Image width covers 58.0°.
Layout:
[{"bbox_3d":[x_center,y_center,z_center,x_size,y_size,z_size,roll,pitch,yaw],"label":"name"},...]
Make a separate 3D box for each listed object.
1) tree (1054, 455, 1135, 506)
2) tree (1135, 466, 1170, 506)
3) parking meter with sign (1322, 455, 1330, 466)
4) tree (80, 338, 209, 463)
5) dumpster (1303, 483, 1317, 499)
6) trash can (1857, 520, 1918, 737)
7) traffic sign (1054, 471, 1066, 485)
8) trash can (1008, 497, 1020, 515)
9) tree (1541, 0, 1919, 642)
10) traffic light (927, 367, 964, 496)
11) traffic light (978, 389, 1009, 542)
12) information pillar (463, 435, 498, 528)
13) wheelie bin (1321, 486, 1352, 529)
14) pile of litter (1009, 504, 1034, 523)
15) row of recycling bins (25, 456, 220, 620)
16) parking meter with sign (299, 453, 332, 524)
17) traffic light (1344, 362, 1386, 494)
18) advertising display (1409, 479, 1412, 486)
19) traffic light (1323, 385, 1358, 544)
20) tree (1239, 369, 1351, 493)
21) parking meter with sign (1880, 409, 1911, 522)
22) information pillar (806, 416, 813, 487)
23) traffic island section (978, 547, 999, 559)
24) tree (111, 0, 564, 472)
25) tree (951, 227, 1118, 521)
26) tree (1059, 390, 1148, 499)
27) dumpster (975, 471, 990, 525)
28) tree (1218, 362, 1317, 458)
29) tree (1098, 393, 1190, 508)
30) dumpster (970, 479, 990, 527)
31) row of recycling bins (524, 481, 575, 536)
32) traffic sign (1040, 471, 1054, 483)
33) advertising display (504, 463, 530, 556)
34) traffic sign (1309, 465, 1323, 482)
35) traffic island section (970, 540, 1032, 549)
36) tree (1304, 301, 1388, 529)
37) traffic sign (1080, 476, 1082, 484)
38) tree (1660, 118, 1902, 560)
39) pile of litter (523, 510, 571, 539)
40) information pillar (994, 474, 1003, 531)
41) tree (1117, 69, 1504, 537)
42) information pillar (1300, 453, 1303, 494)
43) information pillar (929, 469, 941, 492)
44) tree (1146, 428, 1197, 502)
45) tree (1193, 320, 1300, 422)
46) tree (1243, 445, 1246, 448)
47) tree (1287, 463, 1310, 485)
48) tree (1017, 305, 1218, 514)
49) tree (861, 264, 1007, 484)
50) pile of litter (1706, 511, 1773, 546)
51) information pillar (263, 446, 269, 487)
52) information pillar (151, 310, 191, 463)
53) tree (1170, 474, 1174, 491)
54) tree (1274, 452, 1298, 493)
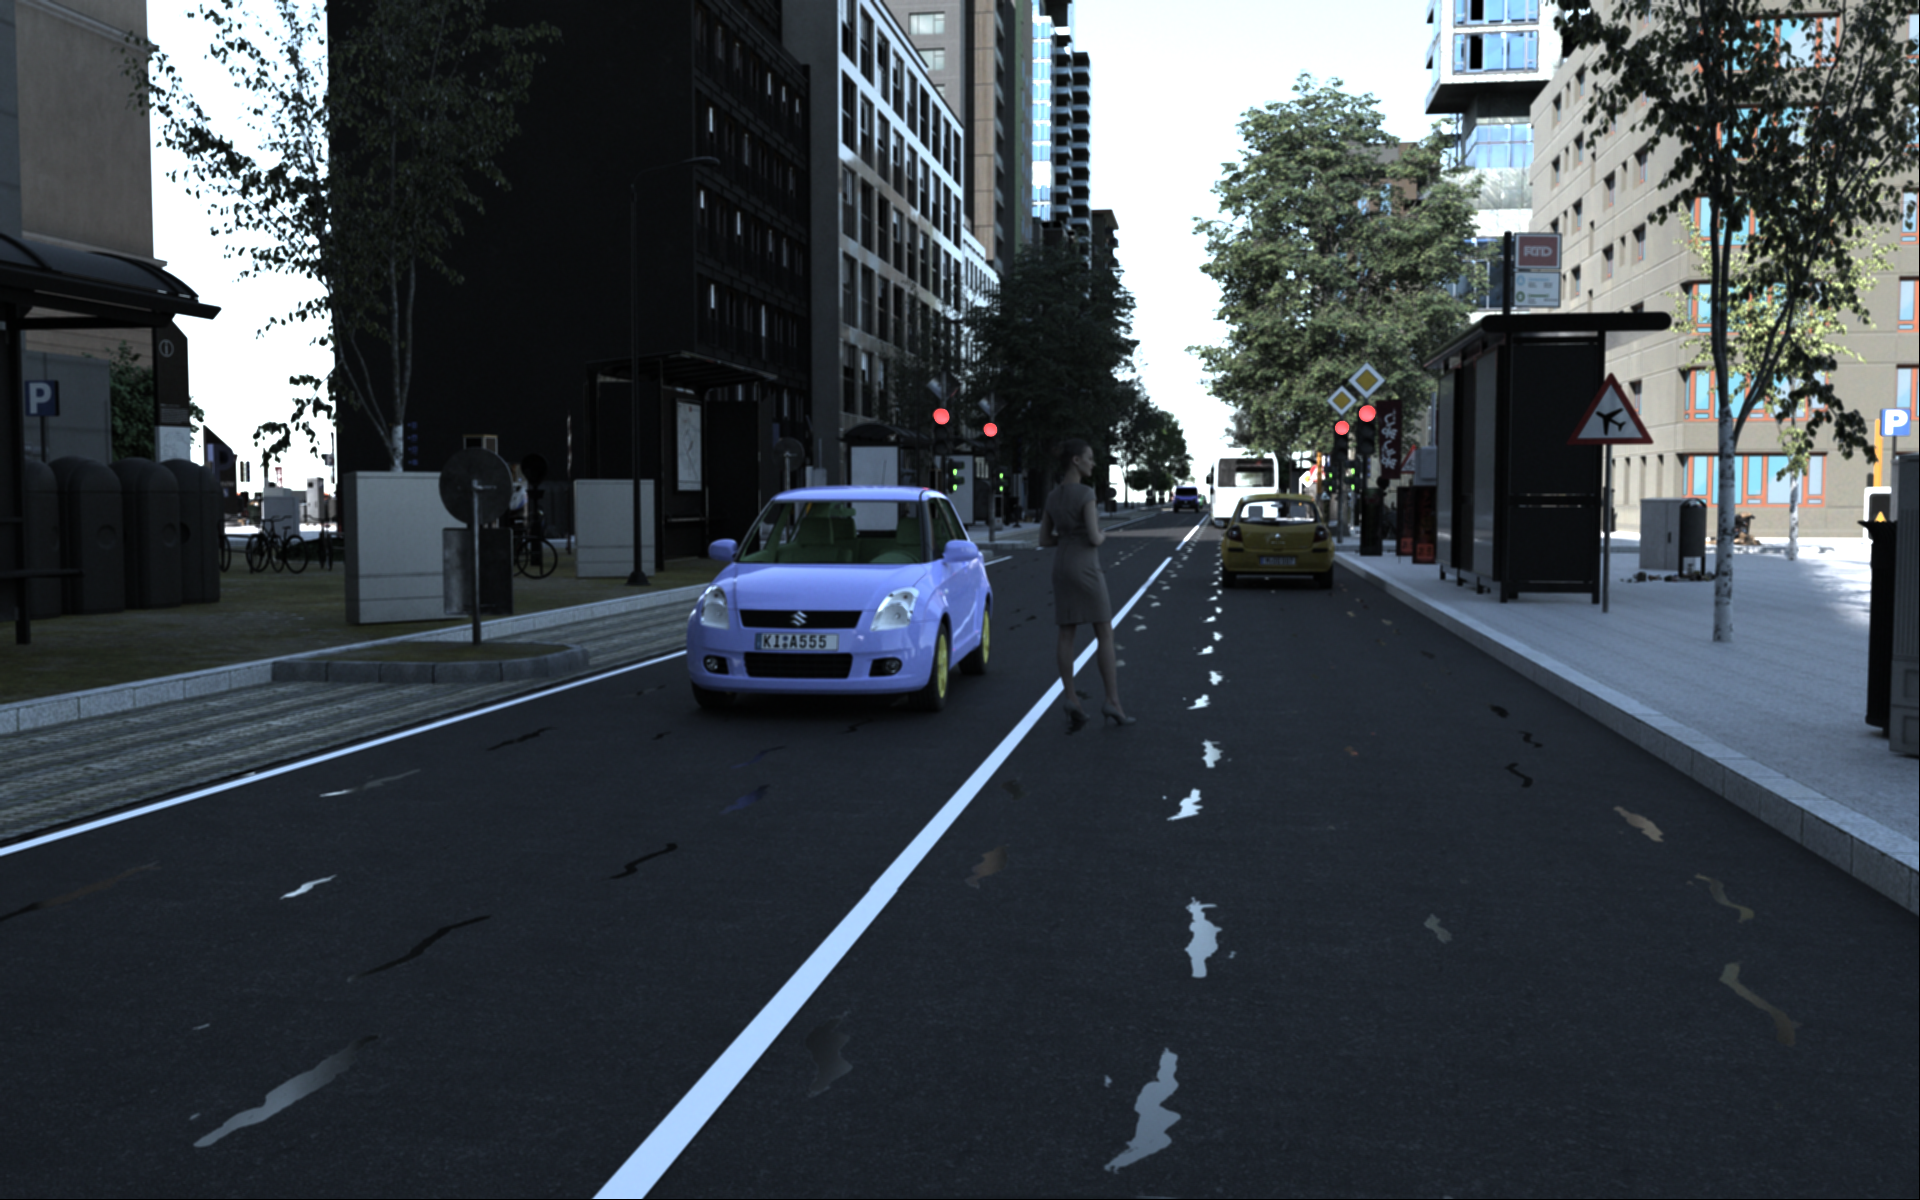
[{"bbox_3d":[7.073,-7.213,101.645,4.285,4.588,4.351,0,3,0],"label":"tree"},{"bbox_3d":[19.598,-12.593,189.608,4.285,4.588,4.351,0,3,0],"label":"tree"},{"bbox_3d":[16.891,-4.968,77.481,0.543,3.016,1.738,-2,4,-33],"label":"parking meter with sign"},{"bbox_3d":[-17.630,-3.233,36.576,4.285,4.588,4.351,0,3,0],"label":"tree"},{"bbox_3d":[18.432,-5.142,89.831,1.264,1.857,1.865,1,4,9],"label":"dumpster"},{"bbox_3d":[5.118,0.156,9.099,0.748,1.137,0.748,0,3,0],"label":"trash can"},{"bbox_3d":[5.528,-5.781,94.630,0.768,2.556,0.104,1,4,12],"label":"traffic sign"},{"bbox_3d":[2.597,-4.520,85.555,0.748,1.137,0.748,0,3,0],"label":"trash can"},{"bbox_3d":[6.797,-3.931,14.640,4.360,8.622,3.978,0,3,0],"label":"tree"},{"bbox_3d":[-0.341,-3.017,38.249,0.839,4.253,0.868,1,4,9],"label":"traffic light"},{"bbox_3d":[0.869,-3.500,46.142,0.839,4.253,0.868,1,4,9],"label":"traffic light"},{"bbox_3d":[-5.979,-1.049,21.646,0.304,2.012,0.304,1,4,18],"label":"information pillar"},{"bbox_3d":[11.728,-2.828,54.144,0.980,1.594,0.693,-1,4,-19],"label":"wheelie bin"},{"bbox_3d":[2.866,-3.953,78.593,1.719,0.858,1.176,-3,5,-43],"label":"pile of litter"},{"bbox_3d":[-9.445,-0.737,19.158,1.069,1.692,3.534,1,4,12],"label":"row of recycling bins"},{"bbox_3d":[-27.704,-4.782,74.453,1.738,3.016,0.543,2,4,24],"label":"parking meter with sign"},{"bbox_3d":[8.618,-2.934,36.896,0.839,4.253,0.868,1,4,9],"label":"traffic light"},{"bbox_3d":[19.235,-4.138,72.862,0.123,1.923,0.974,-2,4,-24],"label":"advertising display"},{"bbox_3d":[9.828,-3.417,44.789,0.839,4.253,0.868,1,4,9],"label":"traffic light"},{"bbox_3d":[21.554,-10.828,111.451,7.601,10.594,8.767,0,4,5],"label":"tree"},{"bbox_3d":[18.980,-2.355,34.770,0.543,3.016,1.738,1,4,13],"label":"parking meter with sign"},{"bbox_3d":[-4.488,-3.685,51.608,0.183,3.616,0.504,-1,4,-21],"label":"information pillar"},{"bbox_3d":[-0.379,-0.985,38.389,2.009,0.180,2.903,1,4,9],"label":"traffic island section"},{"bbox_3d":[-6.228,-4.156,18.312,4.360,8.622,3.978,0,3,0],"label":"tree"},{"bbox_3d":[4.064,-10.820,83.565,9.857,13.997,8.962,0,3,0],"label":"tree"},{"bbox_3d":[11.313,-12.405,137.238,7.601,10.594,8.767,-1,4,-22],"label":"tree"},{"bbox_3d":[0.757,-4.255,72.055,1.502,2.255,1.985,1,4,9],"label":"dumpster"},{"bbox_3d":[27.126,-14.646,149.834,12.009,13.543,11.850,0,3,0],"label":"tree"},{"bbox_3d":[15.528,-14.523,163.208,9.928,11.665,9.643,0,3,0],"label":"tree"},{"bbox_3d":[0.758,-3.831,68.401,1.264,1.857,1.865,1,4,9],"label":"dumpster"},{"bbox_3d":[-12.501,-2.831,53.392,1.069,1.692,3.534,0,4,6],"label":"row of recycling bins"},{"bbox_3d":[4.566,-5.550,90.851,0.768,2.556,0.104,1,4,18],"label":"traffic sign"},{"bbox_3d":[-9.231,-1.887,36.061,0.123,1.923,0.974,1,4,11],"label":"advertising display"},{"bbox_3d":[15.455,-4.562,74.702,0.768,2.556,0.104,1,4,17],"label":"traffic sign"},{"bbox_3d":[0.831,-1.468,46.283,2.009,0.180,2.903,1,4,9],"label":"traffic island section"},{"bbox_3d":[14.111,-6.898,63.137,4.360,8.622,3.978,0,3,0],"label":"tree"},{"bbox_3d":[6.204,-5.520,92.383,0.606,2.300,0.079,1,4,18],"label":"traffic sign"},{"bbox_3d":[15.898,-5.074,33.318,4.737,8.622,4.395,0,3,0],"label":"tree"},{"bbox_3d":[-12.015,-2.182,49.634,1.719,0.858,1.176,1,4,22],"label":"pile of litter"},{"bbox_3d":[1.339,-3.437,60.691,0.304,2.012,0.304,0,4,-2],"label":"information pillar"},{"bbox_3d":[11.426,-8.886,51.948,9.857,13.997,8.962,0,3,0],"label":"tree"},{"bbox_3d":[18.063,-6.139,91.732,0.183,3.616,0.504,1,4,17],"label":"information pillar"},{"bbox_3d":[-0.717,-2.887,51.698,0.304,2.012,0.304,3,5,41],"label":"information pillar"},{"bbox_3d":[33.422,-21.962,276.082,9.611,12.733,9.660,0,3,0],"label":"tree"},{"bbox_3d":[30.675,-19.956,182.164,12.611,20.169,13.585,0,3,0],"label":"tree"},{"bbox_3d":[39.062,-18.776,225.107,7.486,12.596,7.792,0,3,0],"label":"tree"},{"bbox_3d":[20.704,-6.806,105.884,1.663,3.219,1.824,0,3,0],"label":"tree"},{"bbox_3d":[8.490,-12.361,112.469,12.009,13.543,11.850,0,3,0],"label":"tree"},{"bbox_3d":[-0.604,-6.493,56.528,4.360,8.622,3.978,0,3,0],"label":"tree"},{"bbox_3d":[19.595,-1.817,43.668,1.176,0.858,1.719,-1,4,-20],"label":"pile of litter"},{"bbox_3d":[-34.146,-5.742,85.240,0.183,3.616,0.504,0,4,1],"label":"information pillar"},{"bbox_3d":[-9.683,-1.831,21.291,0.183,3.616,0.504,2,4,24],"label":"information pillar"},{"bbox_3d":[25.267,-14.463,220.185,4.285,4.588,4.351,0,3,0],"label":"tree"},{"bbox_3d":[25.582,-9.462,138.418,4.285,4.588,4.351,0,3,0],"label":"tree"}]
